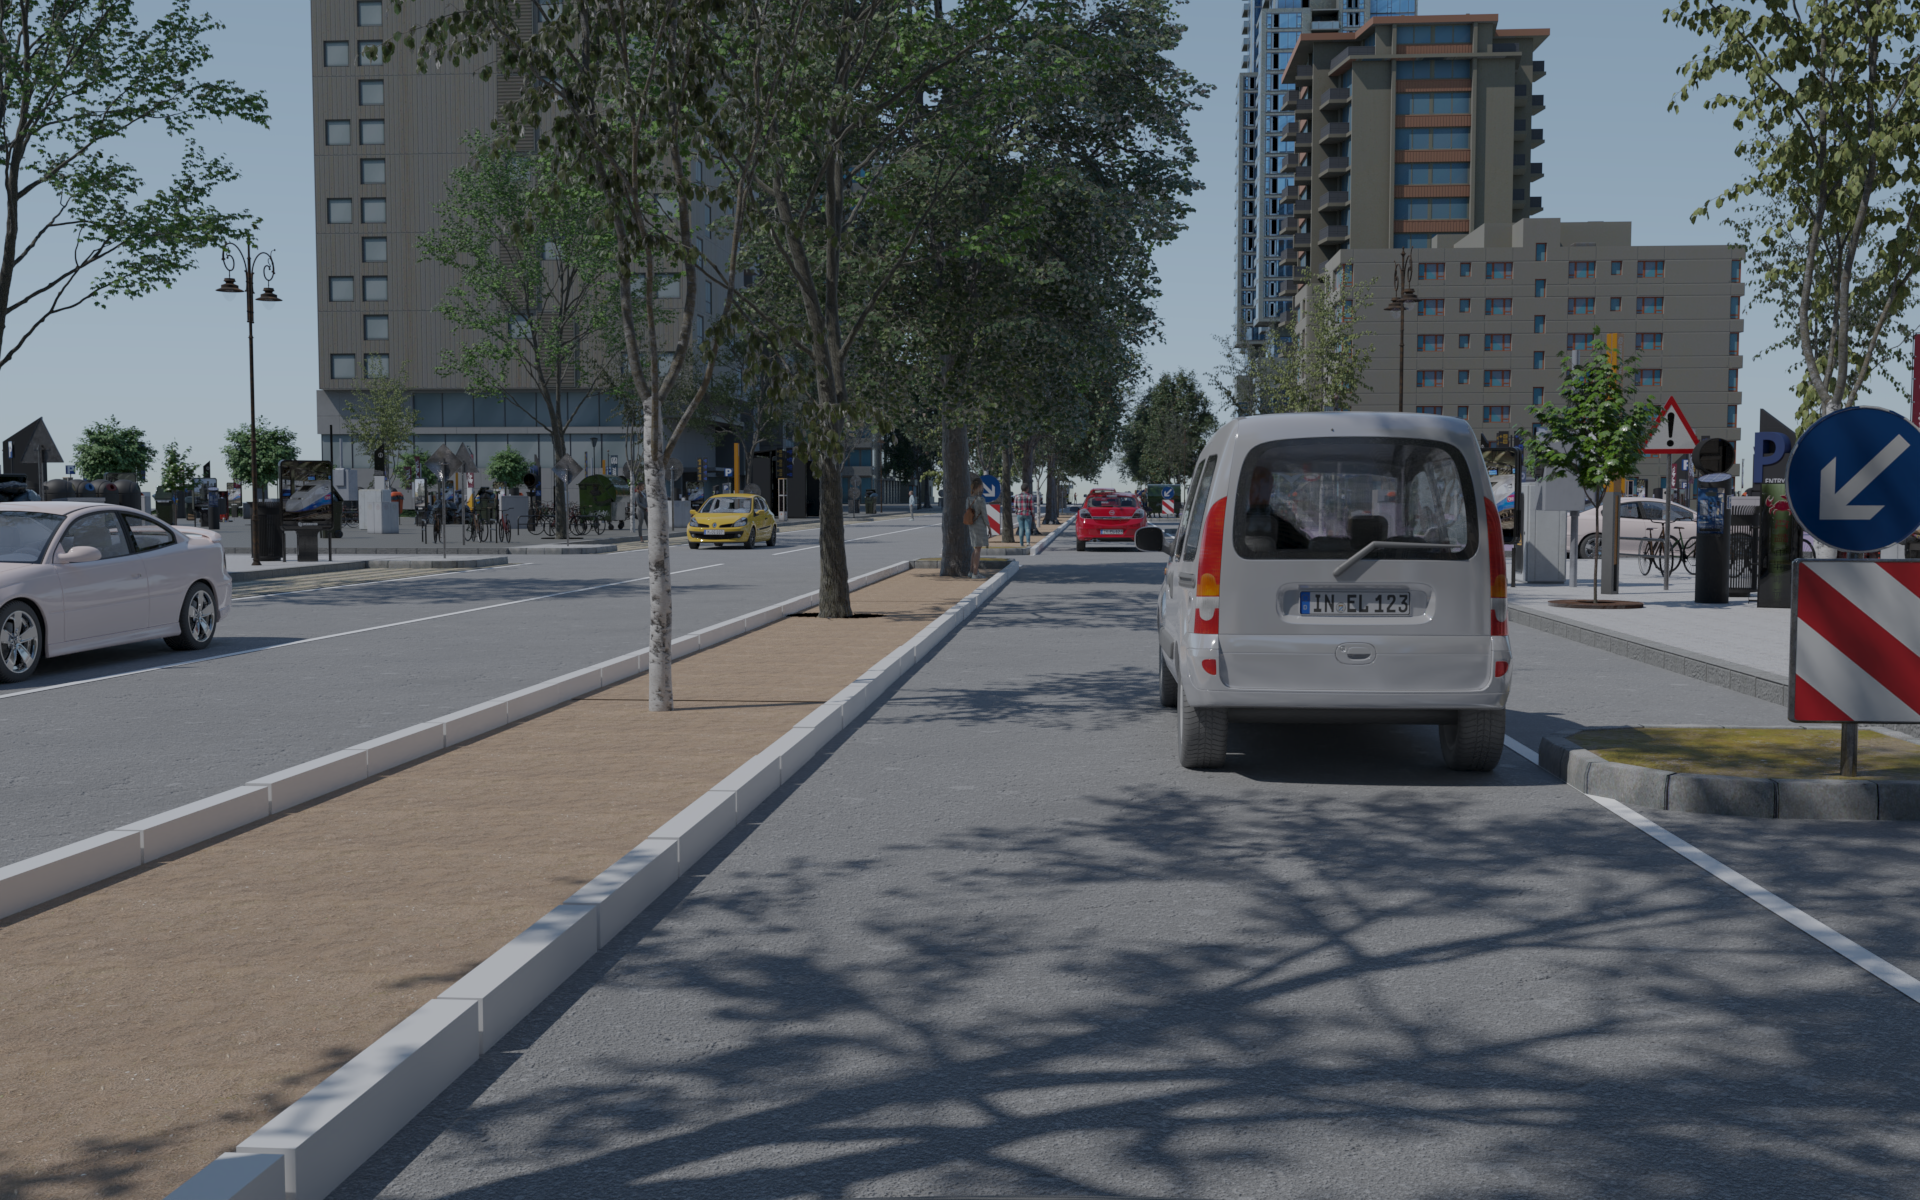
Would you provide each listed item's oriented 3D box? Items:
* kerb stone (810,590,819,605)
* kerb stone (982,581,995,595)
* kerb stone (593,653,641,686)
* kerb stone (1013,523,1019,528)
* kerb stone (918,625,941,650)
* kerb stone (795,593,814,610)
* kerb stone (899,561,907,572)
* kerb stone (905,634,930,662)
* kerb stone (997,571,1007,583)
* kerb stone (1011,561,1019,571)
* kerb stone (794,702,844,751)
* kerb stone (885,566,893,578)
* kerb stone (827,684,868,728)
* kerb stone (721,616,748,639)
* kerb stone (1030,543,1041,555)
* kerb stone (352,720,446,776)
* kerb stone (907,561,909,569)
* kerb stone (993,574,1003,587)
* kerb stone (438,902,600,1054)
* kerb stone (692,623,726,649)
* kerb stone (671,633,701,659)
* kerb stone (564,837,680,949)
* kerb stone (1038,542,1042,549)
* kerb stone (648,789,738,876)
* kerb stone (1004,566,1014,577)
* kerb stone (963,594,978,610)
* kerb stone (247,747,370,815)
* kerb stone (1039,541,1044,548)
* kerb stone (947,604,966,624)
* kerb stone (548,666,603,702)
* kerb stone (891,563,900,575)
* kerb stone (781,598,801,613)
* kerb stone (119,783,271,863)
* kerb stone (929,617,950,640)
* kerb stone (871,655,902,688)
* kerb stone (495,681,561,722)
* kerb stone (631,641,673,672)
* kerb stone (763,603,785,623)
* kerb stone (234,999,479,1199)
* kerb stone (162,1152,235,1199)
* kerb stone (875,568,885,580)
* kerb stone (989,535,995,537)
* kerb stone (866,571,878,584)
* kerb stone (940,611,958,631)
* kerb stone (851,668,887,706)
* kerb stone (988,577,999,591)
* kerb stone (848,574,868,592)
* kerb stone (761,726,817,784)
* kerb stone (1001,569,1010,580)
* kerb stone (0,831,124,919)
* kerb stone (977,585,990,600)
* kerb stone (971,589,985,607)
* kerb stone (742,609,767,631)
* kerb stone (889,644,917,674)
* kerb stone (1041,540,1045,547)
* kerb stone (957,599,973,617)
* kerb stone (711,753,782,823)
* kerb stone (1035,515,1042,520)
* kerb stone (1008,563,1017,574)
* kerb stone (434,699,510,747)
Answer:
[{"bbox_3d":[-1.898,-0.019,22.500,0.120,0.150,1.000,0,4,5],"label":"kerb stone"},{"bbox_3d":[0.360,-0.133,24.373,0.120,0.150,1.000,0,4,5],"label":"kerb stone"},{"bbox_3d":[-2.660,0.545,13.286,0.120,0.150,1.000,0,4,5],"label":"kerb stone"},{"bbox_3d":[2.510,-3.291,76.158,0.120,0.150,1.000,0,4,5],"label":"kerb stone"},{"bbox_3d":[-0.312,0.371,16.164,0.120,0.150,1.000,0,4,5],"label":"kerb stone"},{"bbox_3d":[-1.989,0.044,21.482,0.120,0.150,1.000,0,4,5],"label":"kerb stone"},{"bbox_3d":[-1.141,-0.580,31.695,0.120,0.150,1.000,0,4,5],"label":"kerb stone"},{"bbox_3d":[-0.392,0.434,15.144,0.120,0.150,1.000,0,4,5],"label":"kerb stone"},{"bbox_3d":[0.611,-0.321,27.436,0.120,0.150,1.000,0,4,5],"label":"kerb stone"},{"bbox_3d":[0.953,-0.571,31.524,0.120,0.150,1.000,0,4,5],"label":"kerb stone"},{"bbox_3d":[-0.820,0.743,10.045,0.120,0.150,1.000,0,4,5],"label":"kerb stone"},{"bbox_3d":[-1.312,-0.456,29.657,0.120,0.150,1.000,0,4,5],"label":"kerb stone"},{"bbox_3d":[-0.732,0.681,11.064,0.120,0.150,1.000,0,4,5],"label":"kerb stone"},{"bbox_3d":[-2.320,0.295,17.387,0.120,0.150,1.000,0,4,5],"label":"kerb stone"},{"bbox_3d":[1.834,-1.229,42.296,0.120,0.150,1.000,0,4,5],"label":"kerb stone"},{"bbox_3d":[-2.995,0.794,9.208,0.120,0.150,1.000,0,4,5],"label":"kerb stone"},{"bbox_3d":[-1.057,-0.643,32.714,0.120,0.150,1.000,0,4,5],"label":"kerb stone"},{"bbox_3d":[0.524,-0.254,26.411,0.120,0.150,1.000,0,4,5],"label":"kerb stone"},{"bbox_3d":[-1.237,1.060,4.926,0.120,0.150,1.000,0,4,5],"label":"kerb stone"},{"bbox_3d":[-2.399,0.357,16.362,0.120,0.150,1.000,0,4,5],"label":"kerb stone"},{"bbox_3d":[-2.490,0.428,15.340,0.120,0.150,1.000,0,4,5],"label":"kerb stone"},{"bbox_3d":[-1.151,0.997,5.950,0.120,0.150,1.000,0,4,5],"label":"kerb stone"},{"bbox_3d":[1.921,-1.292,43.314,0.120,0.150,1.000,0,4,5],"label":"kerb stone"},{"bbox_3d":[-1.068,0.931,6.976,0.120,0.150,1.000,0,4,5],"label":"kerb stone"},{"bbox_3d":[0.784,-0.445,29.486,0.120,0.150,1.000,0,4,5],"label":"kerb stone"},{"bbox_3d":[0.100,0.056,21.277,0.120,0.150,1.000,0,4,5],"label":"kerb stone"},{"bbox_3d":[-3.073,0.857,8.186,0.120,0.150,1.000,0,4,5],"label":"kerb stone"},{"bbox_3d":[2.001,-1.353,44.333,0.120,0.150,1.000,0,4,5],"label":"kerb stone"},{"bbox_3d":[-0.066,0.181,19.236,0.120,0.150,1.000,0,4,5],"label":"kerb stone"},{"bbox_3d":[-2.747,0.607,12.268,0.120,0.150,1.000,0,4,5],"label":"kerb stone"},{"bbox_3d":[-1.228,-0.516,30.676,0.120,0.150,1.000,0,4,5],"label":"kerb stone"},{"bbox_3d":[-2.060,0.106,20.455,0.120,0.150,1.000,0,4,5],"label":"kerb stone"},{"bbox_3d":[-3.160,0.929,7.168,0.120,0.150,1.000,0,4,5],"label":"kerb stone"},{"bbox_3d":[-0.230,0.307,17.183,0.120,0.150,1.000,0,4,5],"label":"kerb stone"},{"bbox_3d":[-0.572,0.556,13.102,0.120,0.150,1.000,0,4,5],"label":"kerb stone"},{"bbox_3d":[-2.824,0.670,11.248,0.120,0.150,1.000,0,4,5],"label":"kerb stone"},{"bbox_3d":[-2.575,0.482,14.319,0.120,0.150,1.000,0,4,5],"label":"kerb stone"},{"bbox_3d":[-2.149,0.171,19.437,0.120,0.150,1.000,0,4,5],"label":"kerb stone"},{"bbox_3d":[-1.322,1.119,3.900,0.120,0.150,1.000,0,4,5],"label":"kerb stone"},{"bbox_3d":[-1.413,1.182,2.876,0.120,0.150,1.000,0,4,5],"label":"kerb stone"},{"bbox_3d":[-1.398,-0.394,28.639,0.120,0.150,1.000,0,4,5],"label":"kerb stone"},{"bbox_3d":[1.168,-2.295,59.808,0.120,0.150,1.000,0,4,5],"label":"kerb stone"},{"bbox_3d":[-1.480,-0.332,27.616,0.120,0.150,1.000,0,4,5],"label":"kerb stone"},{"bbox_3d":[-0.151,0.249,18.210,0.120,0.150,1.000,0,4,5],"label":"kerb stone"},{"bbox_3d":[-0.649,0.619,12.083,0.120,0.150,1.000,0,4,5],"label":"kerb stone"},{"bbox_3d":[0.448,-0.195,25.391,0.120,0.150,1.000,0,4,5],"label":"kerb stone"},{"bbox_3d":[-1.573,-0.269,26.598,0.120,0.150,1.000,0,4,5],"label":"kerb stone"},{"bbox_3d":[-0.898,0.810,9.022,0.120,0.150,1.000,0,4,5],"label":"kerb stone"},{"bbox_3d":[0.693,-0.379,28.462,0.120,0.150,1.000,0,4,5],"label":"kerb stone"},{"bbox_3d":[-3.243,0.992,6.150,0.120,0.150,1.000,0,4,5],"label":"kerb stone"},{"bbox_3d":[0.275,-0.070,23.344,0.120,0.150,1.000,0,4,5],"label":"kerb stone"},{"bbox_3d":[0.198,-0.007,22.310,0.120,0.150,1.000,0,4,5],"label":"kerb stone"},{"bbox_3d":[-2.231,0.231,18.412,0.120,0.150,1.000,0,4,5],"label":"kerb stone"},{"bbox_3d":[-0.487,0.495,14.121,0.120,0.150,1.000,0,4,5],"label":"kerb stone"},{"bbox_3d":[2.083,-1.416,45.351,0.120,0.150,1.000,0,4,5],"label":"kerb stone"},{"bbox_3d":[0.027,0.119,20.254,0.120,0.150,1.000,0,4,5],"label":"kerb stone"},{"bbox_3d":[-0.985,0.868,8.003,0.120,0.150,1.000,0,4,5],"label":"kerb stone"},{"bbox_3d":[4.617,-4.858,101.706,0.120,0.150,1.000,0,4,5],"label":"kerb stone"},{"bbox_3d":[0.869,-0.508,30.505,0.120,0.150,1.000,0,4,5],"label":"kerb stone"},{"bbox_3d":[-2.904,0.732,10.226,0.120,0.150,1.000,0,4,5],"label":"kerb stone"}]
